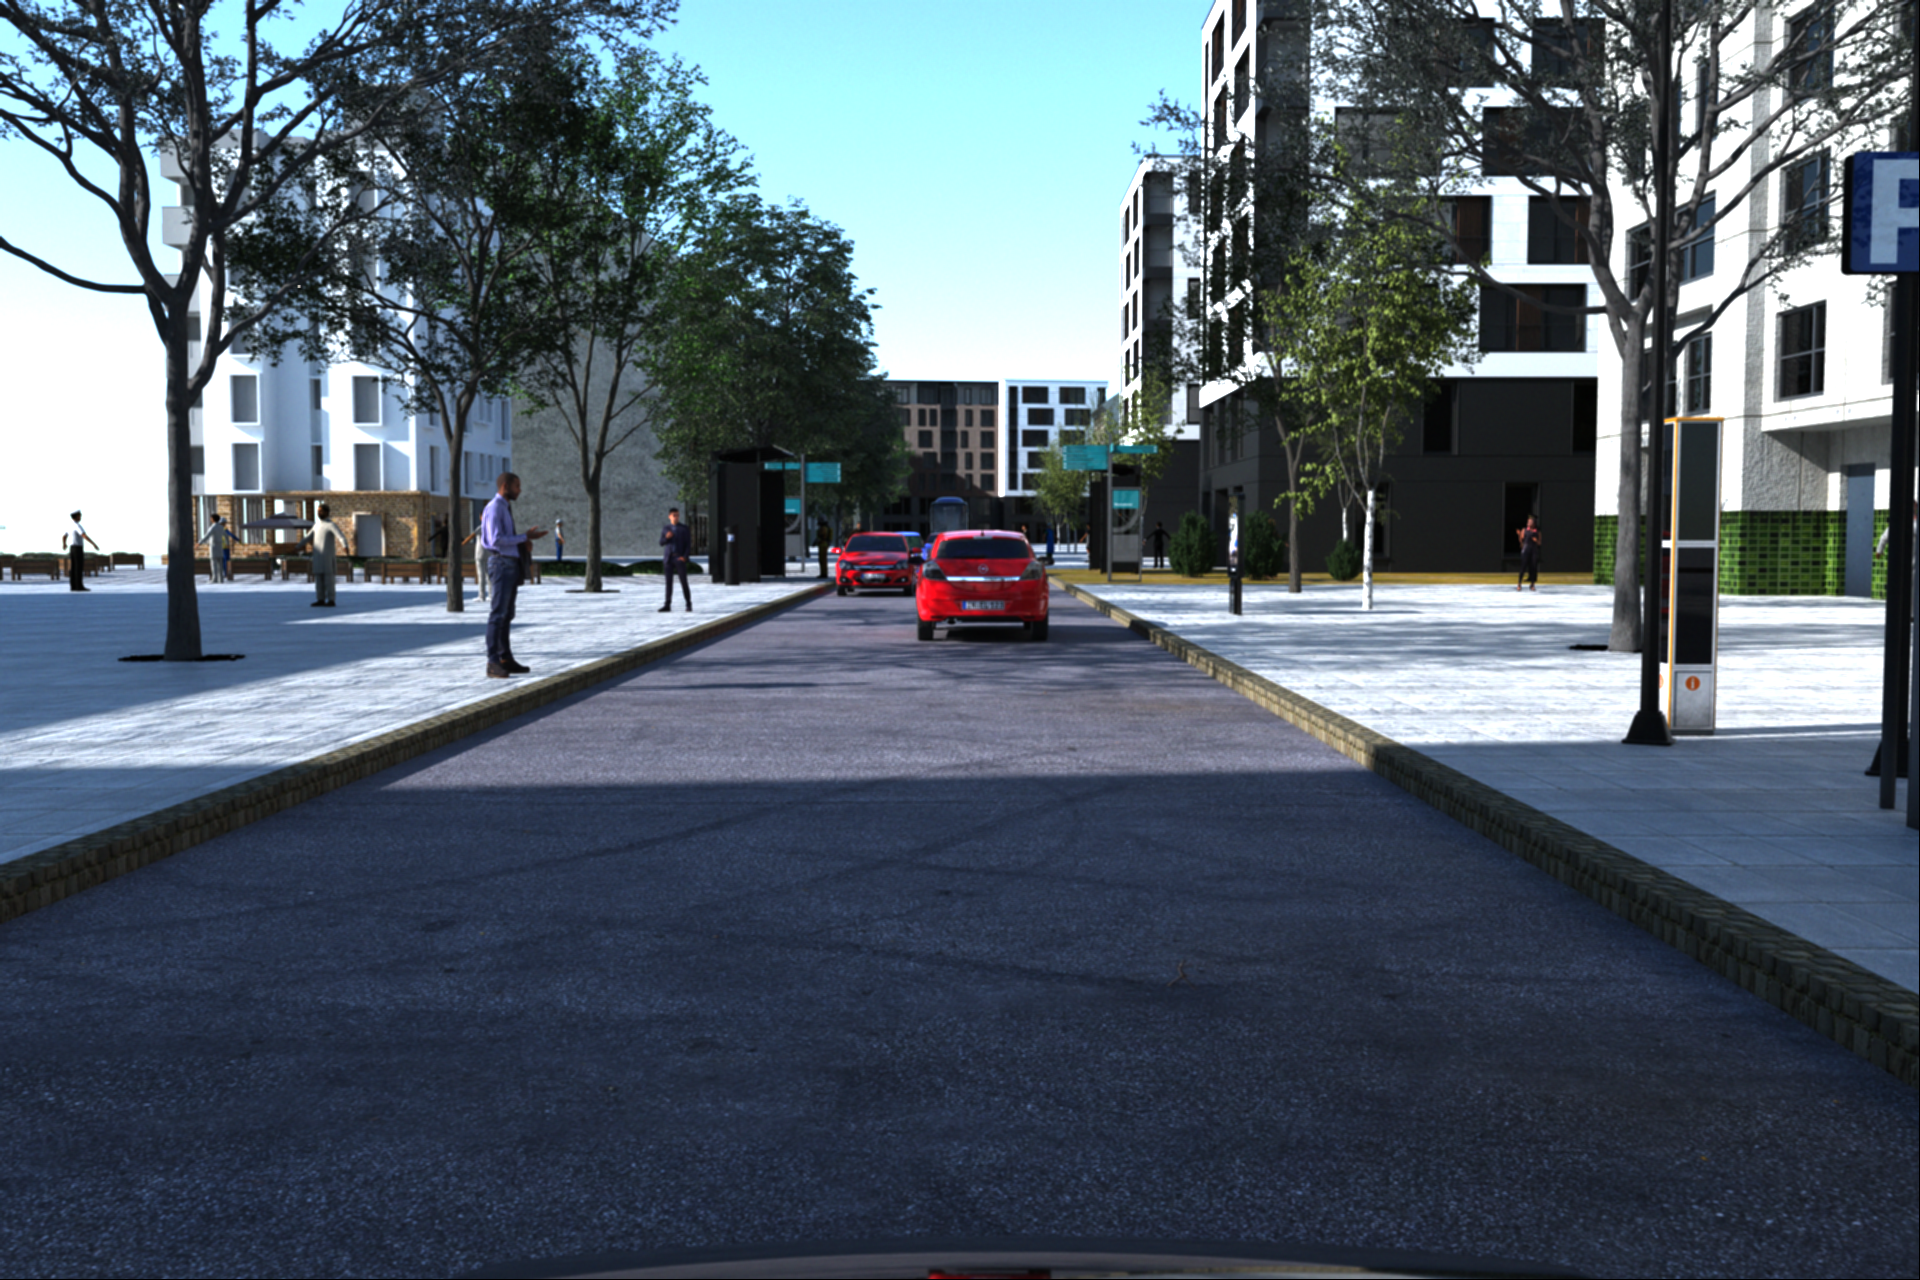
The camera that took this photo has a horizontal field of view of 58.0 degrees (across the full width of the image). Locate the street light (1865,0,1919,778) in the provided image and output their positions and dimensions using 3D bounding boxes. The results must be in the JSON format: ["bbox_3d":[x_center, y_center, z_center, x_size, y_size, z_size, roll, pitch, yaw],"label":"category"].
[{"bbox_3d":[5.535,-2.233,9.048,1.470,5.913,1.316,0,4,1],"label":"street light"}]

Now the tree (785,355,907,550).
[{"bbox_3d":[-8.306,-12.826,116.357,9.857,13.997,8.962,0,3,0],"label":"tree"}]

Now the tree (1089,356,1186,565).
[{"bbox_3d":[7.480,-7.430,71.851,4.737,8.622,4.395,0,3,0],"label":"tree"}]

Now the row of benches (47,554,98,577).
[{"bbox_3d":[-27.196,-2.296,52.995,1.422,0.672,4.104,-3,4,-38],"label":"row of benches"}]

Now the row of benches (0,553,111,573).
[{"bbox_3d":[-30.456,-2.572,57.519,1.422,0.672,4.104,3,5,42],"label":"row of benches"}]

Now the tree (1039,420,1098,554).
[{"bbox_3d":[7.170,-9.795,110.509,4.737,8.622,4.395,0,3,0],"label":"tree"}]

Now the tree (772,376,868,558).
[{"bbox_3d":[-8.604,-9.740,93.659,7.601,10.594,8.767,-1,4,-11],"label":"tree"}]

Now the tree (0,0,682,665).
[{"bbox_3d":[-7.903,-6.544,17.372,12.009,13.543,11.850,0,3,0],"label":"tree"}]

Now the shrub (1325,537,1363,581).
[{"bbox_3d":[10.432,-2.197,47.034,1.383,1.207,1.383,0,3,0],"label":"shrub"}]

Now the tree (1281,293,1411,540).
[{"bbox_3d":[11.749,-6.236,52.314,4.360,8.622,3.978,0,3,0],"label":"tree"}]

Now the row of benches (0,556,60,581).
[{"bbox_3d":[-27.014,-1.980,47.830,4.104,0.672,1.422,-1,4,-14],"label":"row of benches"}]

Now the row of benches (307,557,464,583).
[{"bbox_3d":[-15.247,-1.888,46.333,4.104,0.672,1.422,-1,4,-10],"label":"row of benches"}]

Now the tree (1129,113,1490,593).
[{"bbox_3d":[7.511,-6.319,37.720,8.767,10.594,7.601,2,4,32],"label":"tree"}]

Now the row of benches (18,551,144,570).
[{"bbox_3d":[-31.184,-2.806,61.333,4.104,0.672,1.422,-3,4,-38],"label":"row of benches"}]

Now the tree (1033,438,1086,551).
[{"bbox_3d":[7.566,-11.116,132.107,4.737,8.622,4.395,0,3,0],"label":"tree"}]

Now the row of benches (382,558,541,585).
[{"bbox_3d":[-12.674,-1.766,44.330,4.104,0.672,1.422,0,4,4],"label":"row of benches"}]

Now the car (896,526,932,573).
[{"bbox_3d":[-1.880,-2.885,56.768,1.945,1.707,3.694,0,4,1],"label":"car"}]

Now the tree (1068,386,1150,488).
[{"bbox_3d":[7.128,-8.321,86.410,4.360,8.622,3.978,0,3,0],"label":"tree"}]

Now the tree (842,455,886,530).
[{"bbox_3d":[-7.505,-10.821,127.280,4.360,8.622,3.978,0,3,0],"label":"tree"}]

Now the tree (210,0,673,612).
[{"bbox_3d":[-8.425,-5.724,27.993,8.767,10.594,7.601,1,4,8],"label":"tree"}]

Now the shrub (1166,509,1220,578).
[{"bbox_3d":[6.845,-2.844,50.914,1.690,2.028,1.600,0,3,0],"label":"shrub"}]

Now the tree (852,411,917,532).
[{"bbox_3d":[-7.277,-13.404,144.907,9.928,11.665,9.643,0,3,0],"label":"tree"}]

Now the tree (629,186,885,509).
[{"bbox_3d":[-7.399,-9.665,64.672,9.857,13.997,8.962,0,3,0],"label":"tree"}]

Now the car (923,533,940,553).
[{"bbox_3d":[-0.809,-4.436,81.572,2.155,1.783,4.494,0,3,0],"label":"car"}]

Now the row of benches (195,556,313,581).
[{"bbox_3d":[-19.811,-1.992,48.039,4.104,0.672,1.422,-2,4,-31],"label":"row of benches"}]

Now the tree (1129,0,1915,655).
[{"bbox_3d":[7.397,-6.625,18.687,12.009,13.543,11.850,0,3,0],"label":"tree"}]

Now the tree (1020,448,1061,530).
[{"bbox_3d":[7.808,-12.069,147.694,4.360,8.622,3.978,0,3,0],"label":"tree"}]

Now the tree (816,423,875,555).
[{"bbox_3d":[-7.353,-9.447,104.828,4.360,8.622,3.978,0,3,0],"label":"tree"}]

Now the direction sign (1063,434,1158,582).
[{"bbox_3d":[4.004,-3.491,45.843,2.525,3.948,1.411,0,4,1],"label":"direction sign"}]

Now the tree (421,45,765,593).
[{"bbox_3d":[-8.001,-6.834,37.494,9.928,11.665,9.643,0,3,0],"label":"tree"}]

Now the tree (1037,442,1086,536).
[{"bbox_3d":[7.970,-11.469,137.875,4.737,8.622,4.395,0,3,0],"label":"tree"}]

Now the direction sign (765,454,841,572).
[{"bbox_3d":[-5.244,-4.256,58.348,2.525,3.948,1.411,0,4,0],"label":"direction sign"}]

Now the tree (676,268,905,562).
[{"bbox_3d":[-7.694,-10.312,78.979,12.009,13.543,11.850,0,3,0],"label":"tree"}]

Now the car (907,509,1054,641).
[{"bbox_3d":[0.300,-0.962,24.773,2.155,1.783,4.494,0,3,0],"label":"car"}]

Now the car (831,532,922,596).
[{"bbox_3d":[-1.961,-1.977,41.362,2.155,1.783,4.494,0,4,0],"label":"car"}]

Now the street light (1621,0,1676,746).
[{"bbox_3d":[4.780,-2.319,10.462,1.470,5.913,1.316,0,4,0],"label":"street light"}]

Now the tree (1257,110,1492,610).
[{"bbox_3d":[6.980,-4.838,29.458,4.737,8.622,4.395,0,3,0],"label":"tree"}]

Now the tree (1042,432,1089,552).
[{"bbox_3d":[7.877,-10.707,125.420,4.360,8.622,3.978,0,3,0],"label":"tree"}]

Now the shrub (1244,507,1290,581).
[{"bbox_3d":[8.272,-2.668,48.040,1.690,2.028,1.600,0,3,0],"label":"shrub"}]
